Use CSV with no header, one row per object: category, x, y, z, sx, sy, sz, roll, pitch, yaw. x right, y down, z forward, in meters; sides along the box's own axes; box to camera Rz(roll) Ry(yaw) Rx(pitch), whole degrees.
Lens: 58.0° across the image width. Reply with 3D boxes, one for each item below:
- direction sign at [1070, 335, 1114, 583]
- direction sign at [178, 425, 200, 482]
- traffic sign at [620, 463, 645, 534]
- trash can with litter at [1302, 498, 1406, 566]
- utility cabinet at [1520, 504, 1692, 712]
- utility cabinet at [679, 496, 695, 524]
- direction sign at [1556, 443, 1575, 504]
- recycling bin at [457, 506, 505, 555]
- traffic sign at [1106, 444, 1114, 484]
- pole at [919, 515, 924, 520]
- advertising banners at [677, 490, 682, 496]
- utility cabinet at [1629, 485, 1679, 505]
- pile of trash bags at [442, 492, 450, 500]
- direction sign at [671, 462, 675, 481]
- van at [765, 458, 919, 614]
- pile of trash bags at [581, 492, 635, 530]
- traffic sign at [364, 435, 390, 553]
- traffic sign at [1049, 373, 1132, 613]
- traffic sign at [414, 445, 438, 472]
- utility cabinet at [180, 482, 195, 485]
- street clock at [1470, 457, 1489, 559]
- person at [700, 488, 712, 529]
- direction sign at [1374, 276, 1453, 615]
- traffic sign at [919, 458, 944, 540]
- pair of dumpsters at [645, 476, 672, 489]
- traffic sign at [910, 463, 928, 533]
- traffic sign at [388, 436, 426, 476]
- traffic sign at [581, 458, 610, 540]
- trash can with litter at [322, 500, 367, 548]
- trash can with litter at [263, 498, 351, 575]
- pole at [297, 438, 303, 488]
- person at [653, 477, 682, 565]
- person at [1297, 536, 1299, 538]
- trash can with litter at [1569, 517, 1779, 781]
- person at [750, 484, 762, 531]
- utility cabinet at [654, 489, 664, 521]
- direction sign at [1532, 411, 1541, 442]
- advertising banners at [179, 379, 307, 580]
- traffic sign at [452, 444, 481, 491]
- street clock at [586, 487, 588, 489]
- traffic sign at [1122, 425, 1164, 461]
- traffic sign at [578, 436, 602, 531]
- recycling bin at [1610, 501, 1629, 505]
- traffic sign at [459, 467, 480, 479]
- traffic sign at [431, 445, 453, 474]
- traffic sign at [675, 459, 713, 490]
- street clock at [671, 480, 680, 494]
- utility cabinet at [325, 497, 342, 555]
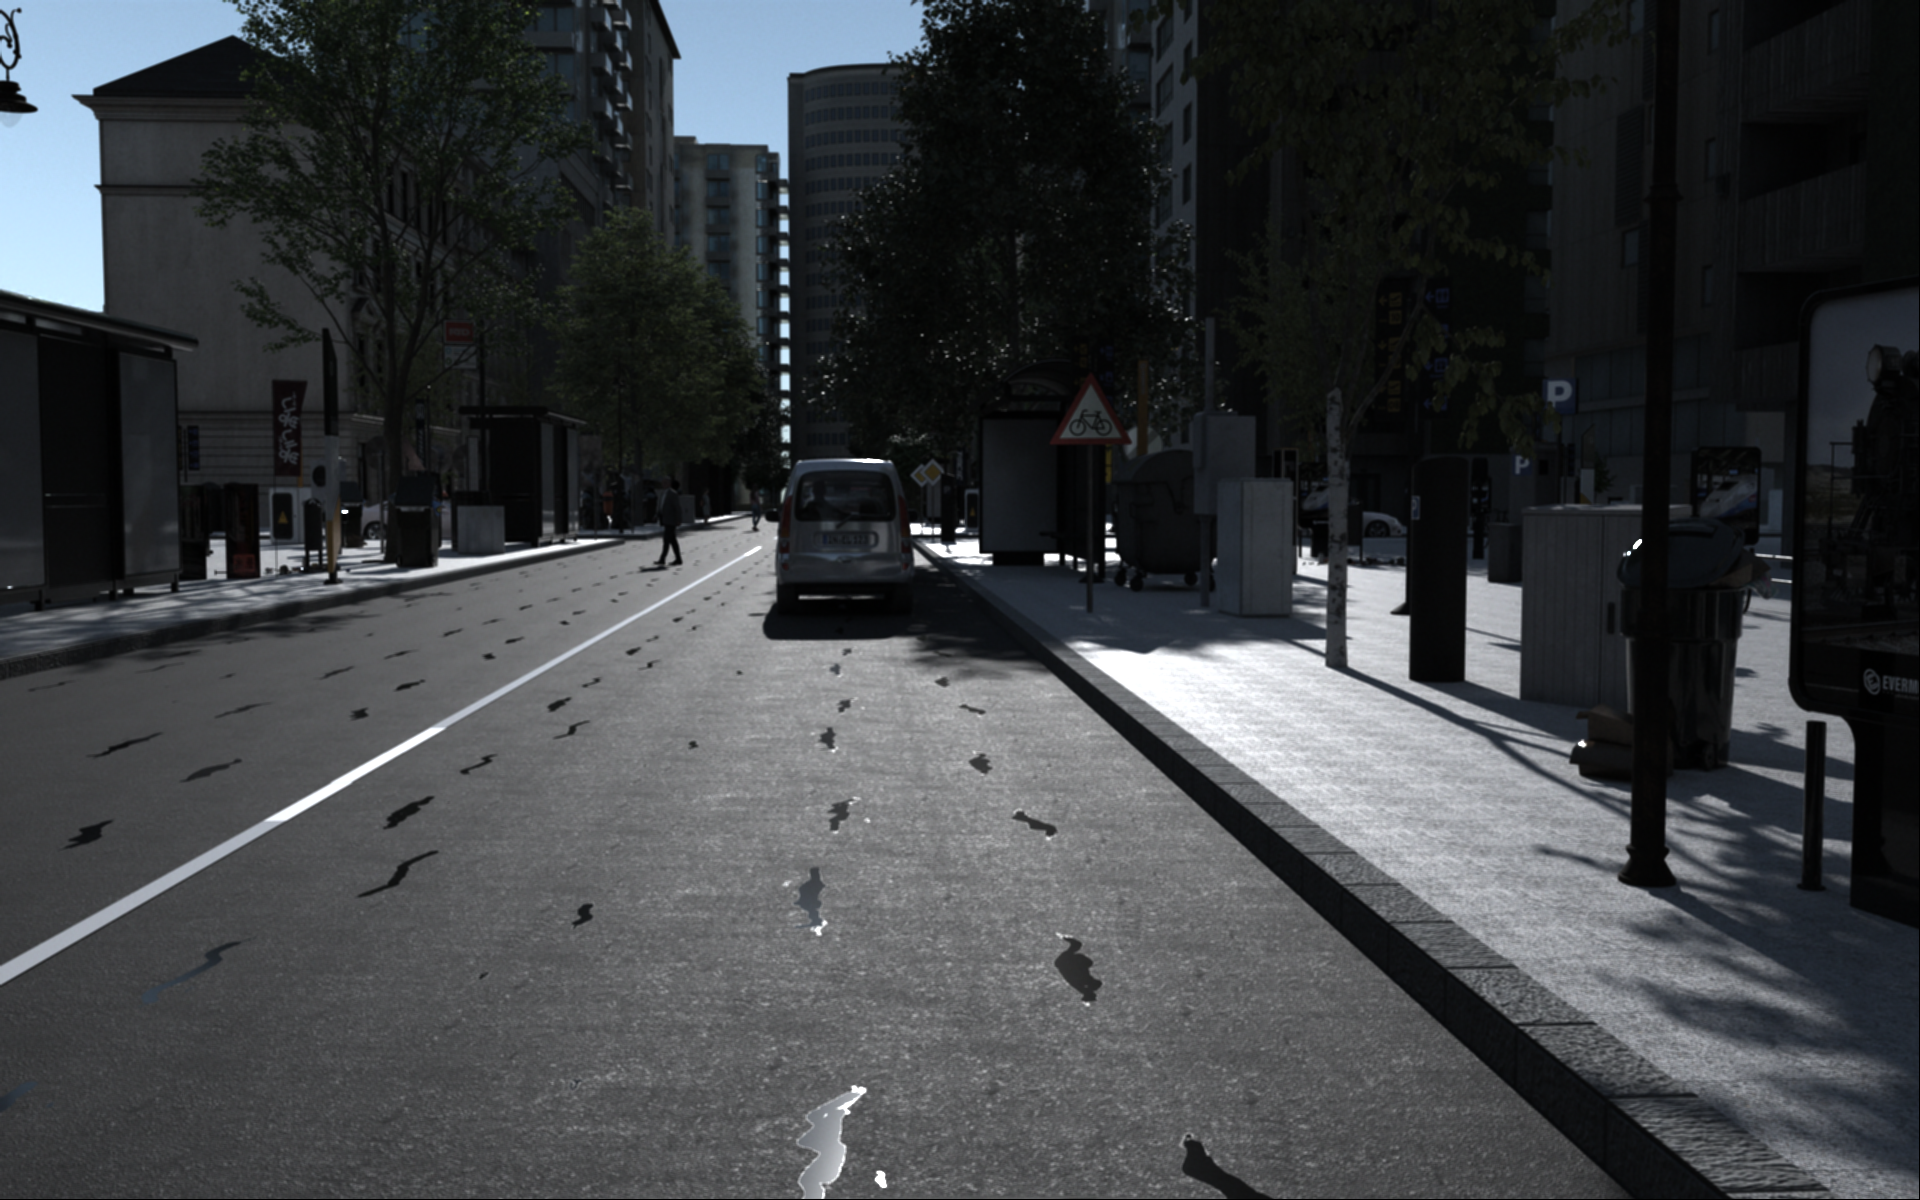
direction sign,1.908,-2.018,24.987,0.876,3.537,0.379,-3,5,-42
direction sign,-25.558,-3.987,57.181,0.876,3.537,0.379,-1,4,-9
traffic sign,-10.576,-3.196,55.902,0.795,2.450,0.064,0,4,-3
trash can with litter,7.346,-1.241,31.349,2.233,1.210,1.678,3,5,40
utility cabinet,3.850,0.046,10.408,0.306,1.237,1.020,-2,4,-29
utility cabinet,-12.036,-3.915,75.168,1.020,1.237,0.306,0,4,-1
direction sign,27.113,-5.235,77.587,0.876,3.537,0.379,-1,4,-11
recycling bin,-10.214,-1.492,36.941,0.722,1.027,0.722,3,4,36
traffic sign,2.783,-3.080,44.238,2.265,3.308,0.079,0,4,-2
pole,-1.912,-5.641,86.073,0.158,3.312,0.155,0,3,0
advertising banners,-17.059,-6.656,105.008,0.090,3.025,2.074,-2,4,-28
utility cabinet,17.520,-2.143,43.722,1.173,1.500,0.318,0,4,-7
pile of trash bags,-19.221,-3.552,67.830,3.447,1.369,1.912,2,4,24
direction sign,-17.675,-7.037,107.050,0.379,3.537,0.876,-2,4,-32
van,-1.496,-0.925,22.132,2.013,2.044,4.112,0,4,-5
pile of trash bags,-13.031,-3.323,64.076,1.912,1.369,3.447,-1,4,-12
traffic sign,-12.562,-2.293,37.602,0.768,2.556,0.104,0,4,4
traffic sign,1.404,-1.142,18.676,0.884,2.594,0.081,0,4,1
traffic sign,-13.816,-2.722,44.607,0.768,2.556,0.104,0,4,5
utility cabinet,-13.931,-1.373,31.126,0.318,1.500,1.173,-2,4,-29
street clock,10.240,-1.810,34.158,0.358,2.002,0.471,2,4,28
person,-10.483,-3.793,71.513,0.522,1.701,0.512,-2,4,-33
direction sign,4.794,-1.615,18.398,0.876,3.537,0.379,3,5,43
traffic sign,-0.762,-2.742,48.478,0.795,2.450,0.064,0,4,-3
pair of dumpsters,-16.255,-5.535,92.995,1.574,2.255,4.437,0,4,-3
traffic sign,-1.248,-3.230,56.448,0.795,2.450,0.064,0,4,-3
traffic sign,-12.490,-2.389,39.065,0.884,2.594,0.081,0,4,1
traffic sign,-10.090,-2.709,47.932,0.795,2.450,0.064,0,4,-3
trash can with litter,-14.719,-1.839,41.461,1.055,1.170,0.624,1,4,10
trash can with litter,-10.872,-1.060,28.394,1.678,1.210,2.233,0,4,4
pole,-24.162,-4.255,63.407,0.158,3.312,0.155,0,3,0
person,-5.927,-1.590,34.893,0.661,1.777,0.834,3,5,41
person,10.594,-2.789,54.771,0.731,1.740,0.598,0,4,8
trash can with litter,3.288,0.207,8.007,0.624,1.170,1.055,3,5,43
person,-7.929,-3.602,67.397,0.555,1.821,0.388,2,4,27
utility cabinet,-14.539,-4.575,83.488,1.173,1.500,0.318,-2,4,-28
direction sign,15.783,-3.397,47.539,0.379,3.537,0.876,0,4,6
advertising banners,-10.905,-1.835,26.196,2.074,3.025,0.090,-2,4,-35
traffic sign,-12.608,-2.701,44.274,0.768,2.556,0.104,0,4,6
street clock,-20.031,-5.467,93.959,0.471,2.002,0.358,1,4,9
traffic sign,3.343,-1.935,31.744,0.768,2.556,0.104,0,4,4
traffic sign,-13.612,-4.072,60.458,2.265,3.308,0.079,0,4,5
recycling bin,24.458,-3.135,63.818,0.722,1.027,0.722,-3,4,-36
traffic sign,-13.669,-2.823,48.293,0.606,2.300,0.079,0,4,6
traffic sign,-13.552,-2.744,44.963,0.768,2.556,0.104,0,4,-1
traffic sign,-15.608,-6.599,101.769,2.265,3.308,0.079,0,4,-3
street clock,-15.089,-5.338,91.841,0.471,2.002,0.358,-1,4,-10
utility cabinet,-13.386,-1.582,37.024,0.306,1.237,1.020,-1,4,-22
